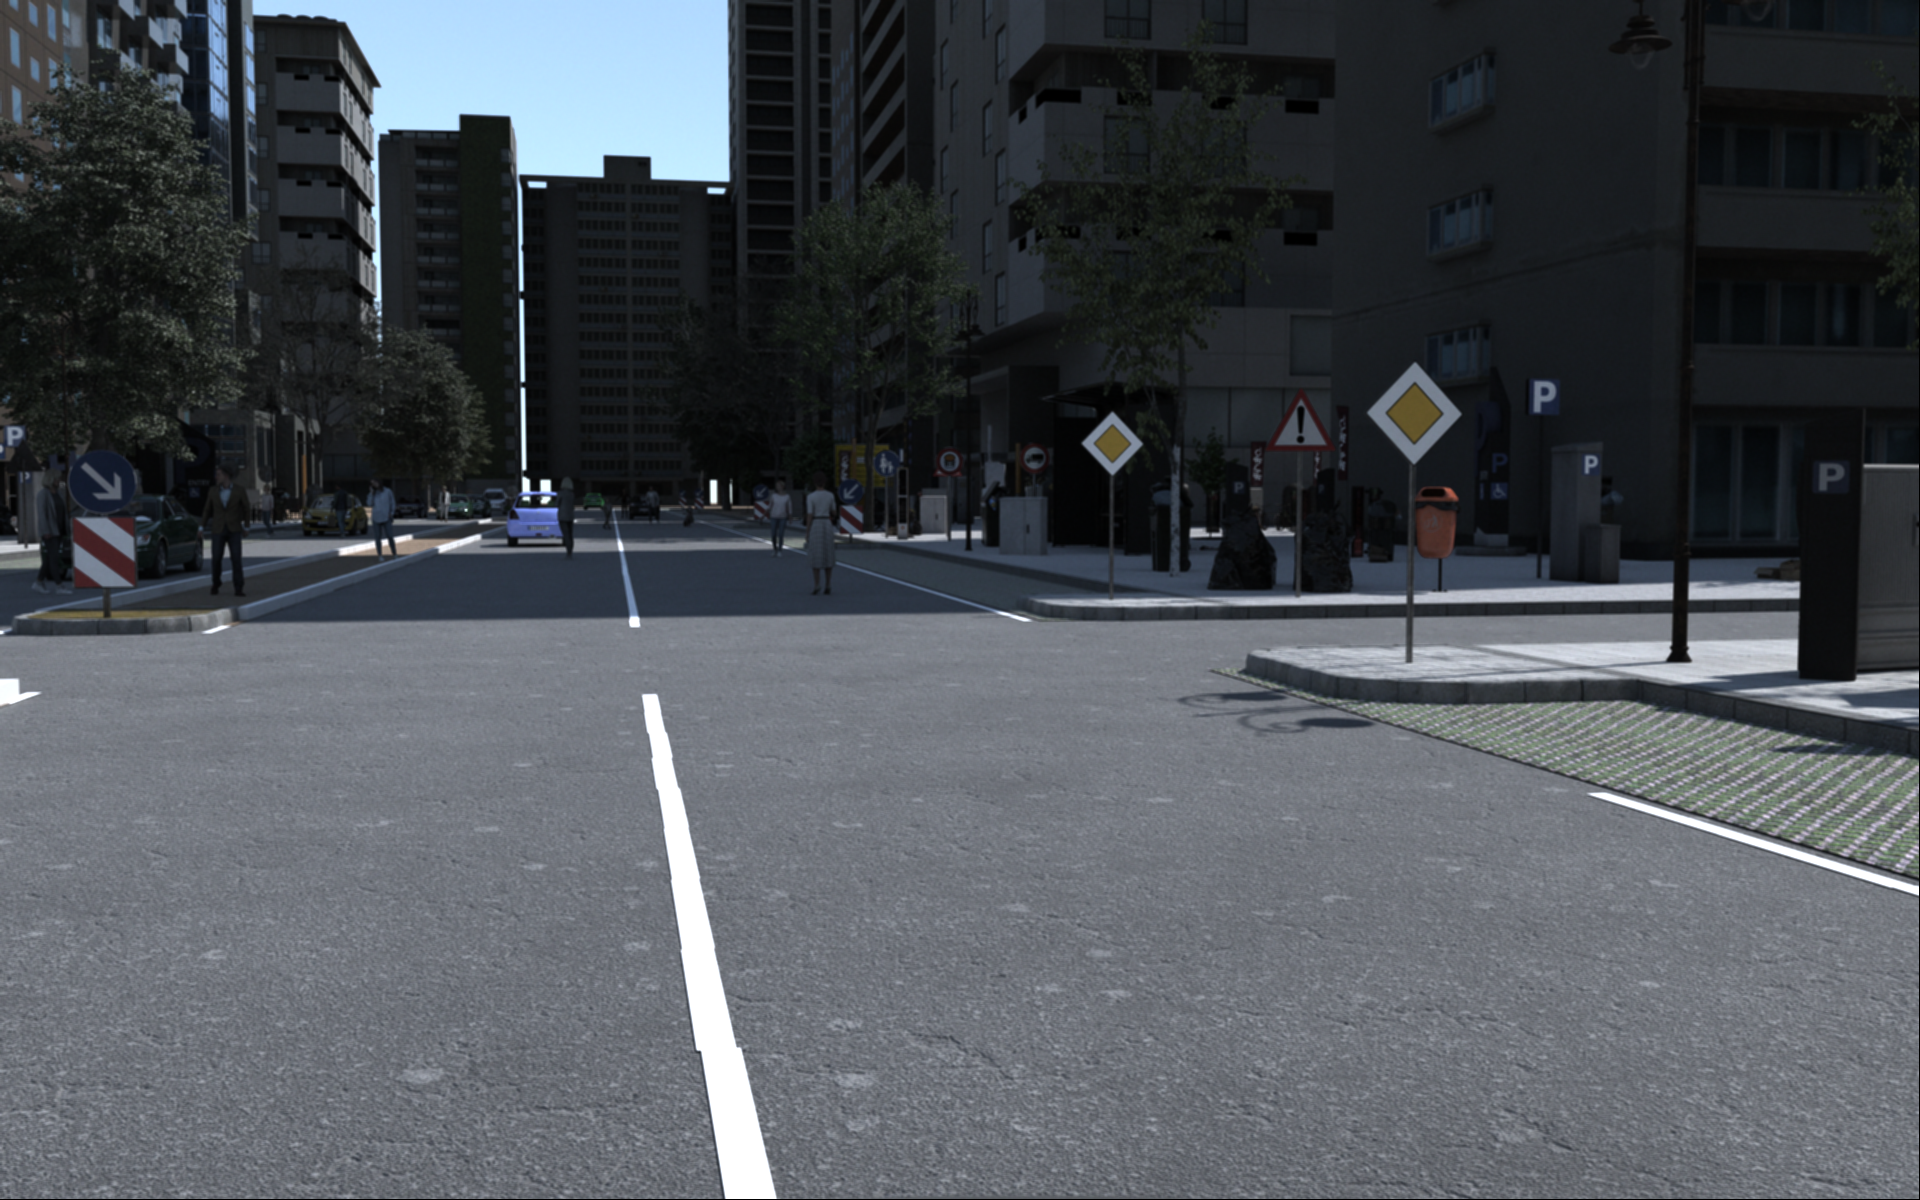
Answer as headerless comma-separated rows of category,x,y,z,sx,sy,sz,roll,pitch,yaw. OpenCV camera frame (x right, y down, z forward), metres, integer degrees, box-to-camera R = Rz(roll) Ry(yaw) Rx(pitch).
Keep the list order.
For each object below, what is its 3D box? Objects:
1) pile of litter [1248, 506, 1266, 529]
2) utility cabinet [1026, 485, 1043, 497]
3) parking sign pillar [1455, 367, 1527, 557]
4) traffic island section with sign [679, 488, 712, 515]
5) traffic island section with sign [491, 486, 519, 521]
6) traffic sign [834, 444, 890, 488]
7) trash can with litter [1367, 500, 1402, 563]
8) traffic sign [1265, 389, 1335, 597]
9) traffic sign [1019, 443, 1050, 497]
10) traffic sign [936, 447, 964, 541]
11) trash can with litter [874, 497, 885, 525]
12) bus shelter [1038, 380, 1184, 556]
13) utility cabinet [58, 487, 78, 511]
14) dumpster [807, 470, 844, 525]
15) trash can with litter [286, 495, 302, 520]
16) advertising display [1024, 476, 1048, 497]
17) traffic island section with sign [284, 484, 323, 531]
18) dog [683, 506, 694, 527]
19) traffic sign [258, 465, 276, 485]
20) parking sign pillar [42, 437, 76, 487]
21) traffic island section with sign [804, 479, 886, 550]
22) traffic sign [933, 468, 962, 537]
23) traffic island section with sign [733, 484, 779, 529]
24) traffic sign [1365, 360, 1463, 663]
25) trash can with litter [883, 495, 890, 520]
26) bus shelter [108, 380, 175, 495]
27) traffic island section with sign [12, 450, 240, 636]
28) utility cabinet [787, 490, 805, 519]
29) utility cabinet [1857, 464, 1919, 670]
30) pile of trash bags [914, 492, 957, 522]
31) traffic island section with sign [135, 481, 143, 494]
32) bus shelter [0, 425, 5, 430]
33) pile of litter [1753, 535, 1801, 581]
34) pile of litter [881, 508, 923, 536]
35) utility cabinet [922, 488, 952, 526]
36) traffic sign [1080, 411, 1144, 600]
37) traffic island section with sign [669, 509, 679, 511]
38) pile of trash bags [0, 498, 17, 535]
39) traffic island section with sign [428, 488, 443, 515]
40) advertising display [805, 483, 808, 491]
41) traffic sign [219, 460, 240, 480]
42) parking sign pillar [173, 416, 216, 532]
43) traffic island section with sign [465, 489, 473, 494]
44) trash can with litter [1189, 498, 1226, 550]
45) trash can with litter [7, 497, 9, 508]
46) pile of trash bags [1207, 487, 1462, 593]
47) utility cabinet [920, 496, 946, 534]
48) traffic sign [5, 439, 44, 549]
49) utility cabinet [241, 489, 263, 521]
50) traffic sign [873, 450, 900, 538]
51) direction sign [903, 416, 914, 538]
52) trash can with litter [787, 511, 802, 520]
pile of litter,10.675,-3.056,63.924,1.176,0.858,1.719,-1,4,-20
utility cabinet,1.903,-2.206,44.744,0.318,1.500,1.173,0,4,-5
parking sign pillar,11.101,-2.914,36.121,1.447,3.967,1.447,0,4,4
traffic island section with sign,-18.449,-6.900,121.450,1.989,1.847,2.006,-1,4,-11
traffic island section with sign,-23.852,-5.138,92.146,2.006,1.907,1.989,-1,4,-11
traffic sign,-3.959,-4.663,70.118,2.265,3.308,0.079,-1,4,-10
trash can with litter,8.020,-1.307,32.762,0.624,1.170,1.055,1,4,16
traffic sign,4.196,-1.311,21.432,0.884,2.594,0.081,0,4,-6
traffic sign,1.851,-2.625,43.023,0.768,2.556,0.104,0,4,-5
traffic sign,-0.289,-2.885,47.272,0.768,2.556,0.104,-1,4,-11
trash can with litter,-3.191,-3.698,71.855,1.055,1.170,0.624,-1,4,-13
bus shelter,3.331,-2.922,39.051,1.731,3.624,6.357,-1,4,-11
utility cabinet,-28.372,-2.870,55.609,0.318,1.500,1.173,2,4,31
dumpster,-5.500,-4.230,71.651,1.502,2.255,1.985,-1,4,-12
trash can with litter,-32.608,-4.574,85.847,2.233,1.210,1.678,0,4,-6
advertising display,2.687,-3.439,61.444,0.974,1.923,0.123,3,5,41
traffic island section with sign,-25.505,-3.656,68.403,1.989,1.847,2.006,-1,4,-11
dog,-11.971,-3.648,76.486,0.513,0.831,0.800,0,4,7
traffic sign,-30.509,-4.660,76.293,0.768,2.556,0.104,0,4,-6
parking sign pillar,-35.652,-4.907,68.704,1.447,3.967,1.447,2,4,34
traffic island section with sign,-3.057,-2.242,45.280,1.989,1.847,2.006,-1,4,-11
traffic sign,-0.375,-3.163,51.723,0.884,2.594,0.081,0,4,-4
traffic island section with sign,-8.396,-3.858,71.704,1.989,1.847,2.006,-1,4,-11
traffic sign,3.412,-0.579,13.105,0.795,2.450,0.064,-1,4,-11
trash can with litter,-3.876,-4.680,87.581,2.233,1.210,1.678,1,4,17
bus shelter,-29.196,-5.181,62.335,2.179,5.291,8.768,-1,4,-11
traffic island section with sign,-8.955,-0.633,18.493,2.006,1.907,1.989,-1,4,-11
utility cabinet,-8.584,-4.953,89.656,1.173,1.500,0.318,-3,4,-36
utility cabinet,6.802,-0.244,12.673,1.173,1.500,0.318,-1,4,-22
pile of trash bags,-1.237,-4.281,79.744,1.912,1.369,3.447,-2,4,-24
traffic island section with sign,-20.105,-2.023,41.698,1.989,1.847,2.006,-1,4,-11
bus shelter,-22.624,-2.657,37.371,2.014,3.302,5.546,-1,4,-11
pile of litter,12.574,-0.739,26.041,1.176,0.858,1.719,2,4,33
pile of litter,-1.833,-2.432,53.730,1.176,0.858,1.719,3,5,43
utility cabinet,-0.912,-3.645,68.273,1.173,1.500,0.318,0,3,0
traffic sign,1.830,-1.057,20.932,0.795,2.450,0.064,-1,4,-11
traffic island section with sign,-23.920,-8.554,148.491,1.989,1.847,2.006,-1,4,-11
pile of trash bags,-30.963,-2.711,54.081,3.447,1.369,1.912,3,5,40
traffic island section with sign,-35.522,-6.689,117.987,1.989,1.847,2.006,-1,4,-11
advertising display,-8.305,-5.477,94.755,0.123,1.923,0.974,-1,4,-20
traffic sign,-27.106,-3.922,64.228,0.768,2.556,0.104,-1,4,-10
parking sign pillar,-26.303,-4.347,59.542,1.447,3.967,1.447,-1,4,-13
traffic island section with sign,-40.901,-8.313,144.553,1.989,1.847,2.006,-1,4,-11
trash can with litter,5.887,-1.758,39.804,2.233,1.210,1.678,0,4,-2
trash can with litter,-36.337,-3.354,65.902,1.678,1.210,2.233,0,4,-6
pile of trash bags,4.979,-0.825,23.243,3.447,1.369,1.912,2,4,30
utility cabinet,-0.823,-2.750,56.124,1.020,1.237,0.306,3,4,36
traffic sign,-22.015,-2.492,40.754,0.884,2.594,0.081,0,4,-3
utility cabinet,-33.655,-4.486,82.033,1.173,1.500,0.318,0,3,0
traffic sign,-2.137,-3.082,50.502,0.768,2.556,0.104,0,4,-2
direction sign,-1.524,-3.587,50.643,0.379,3.537,0.876,-1,4,-18
trash can with litter,-8.205,-4.538,85.258,2.233,1.210,1.678,-1,4,-10
